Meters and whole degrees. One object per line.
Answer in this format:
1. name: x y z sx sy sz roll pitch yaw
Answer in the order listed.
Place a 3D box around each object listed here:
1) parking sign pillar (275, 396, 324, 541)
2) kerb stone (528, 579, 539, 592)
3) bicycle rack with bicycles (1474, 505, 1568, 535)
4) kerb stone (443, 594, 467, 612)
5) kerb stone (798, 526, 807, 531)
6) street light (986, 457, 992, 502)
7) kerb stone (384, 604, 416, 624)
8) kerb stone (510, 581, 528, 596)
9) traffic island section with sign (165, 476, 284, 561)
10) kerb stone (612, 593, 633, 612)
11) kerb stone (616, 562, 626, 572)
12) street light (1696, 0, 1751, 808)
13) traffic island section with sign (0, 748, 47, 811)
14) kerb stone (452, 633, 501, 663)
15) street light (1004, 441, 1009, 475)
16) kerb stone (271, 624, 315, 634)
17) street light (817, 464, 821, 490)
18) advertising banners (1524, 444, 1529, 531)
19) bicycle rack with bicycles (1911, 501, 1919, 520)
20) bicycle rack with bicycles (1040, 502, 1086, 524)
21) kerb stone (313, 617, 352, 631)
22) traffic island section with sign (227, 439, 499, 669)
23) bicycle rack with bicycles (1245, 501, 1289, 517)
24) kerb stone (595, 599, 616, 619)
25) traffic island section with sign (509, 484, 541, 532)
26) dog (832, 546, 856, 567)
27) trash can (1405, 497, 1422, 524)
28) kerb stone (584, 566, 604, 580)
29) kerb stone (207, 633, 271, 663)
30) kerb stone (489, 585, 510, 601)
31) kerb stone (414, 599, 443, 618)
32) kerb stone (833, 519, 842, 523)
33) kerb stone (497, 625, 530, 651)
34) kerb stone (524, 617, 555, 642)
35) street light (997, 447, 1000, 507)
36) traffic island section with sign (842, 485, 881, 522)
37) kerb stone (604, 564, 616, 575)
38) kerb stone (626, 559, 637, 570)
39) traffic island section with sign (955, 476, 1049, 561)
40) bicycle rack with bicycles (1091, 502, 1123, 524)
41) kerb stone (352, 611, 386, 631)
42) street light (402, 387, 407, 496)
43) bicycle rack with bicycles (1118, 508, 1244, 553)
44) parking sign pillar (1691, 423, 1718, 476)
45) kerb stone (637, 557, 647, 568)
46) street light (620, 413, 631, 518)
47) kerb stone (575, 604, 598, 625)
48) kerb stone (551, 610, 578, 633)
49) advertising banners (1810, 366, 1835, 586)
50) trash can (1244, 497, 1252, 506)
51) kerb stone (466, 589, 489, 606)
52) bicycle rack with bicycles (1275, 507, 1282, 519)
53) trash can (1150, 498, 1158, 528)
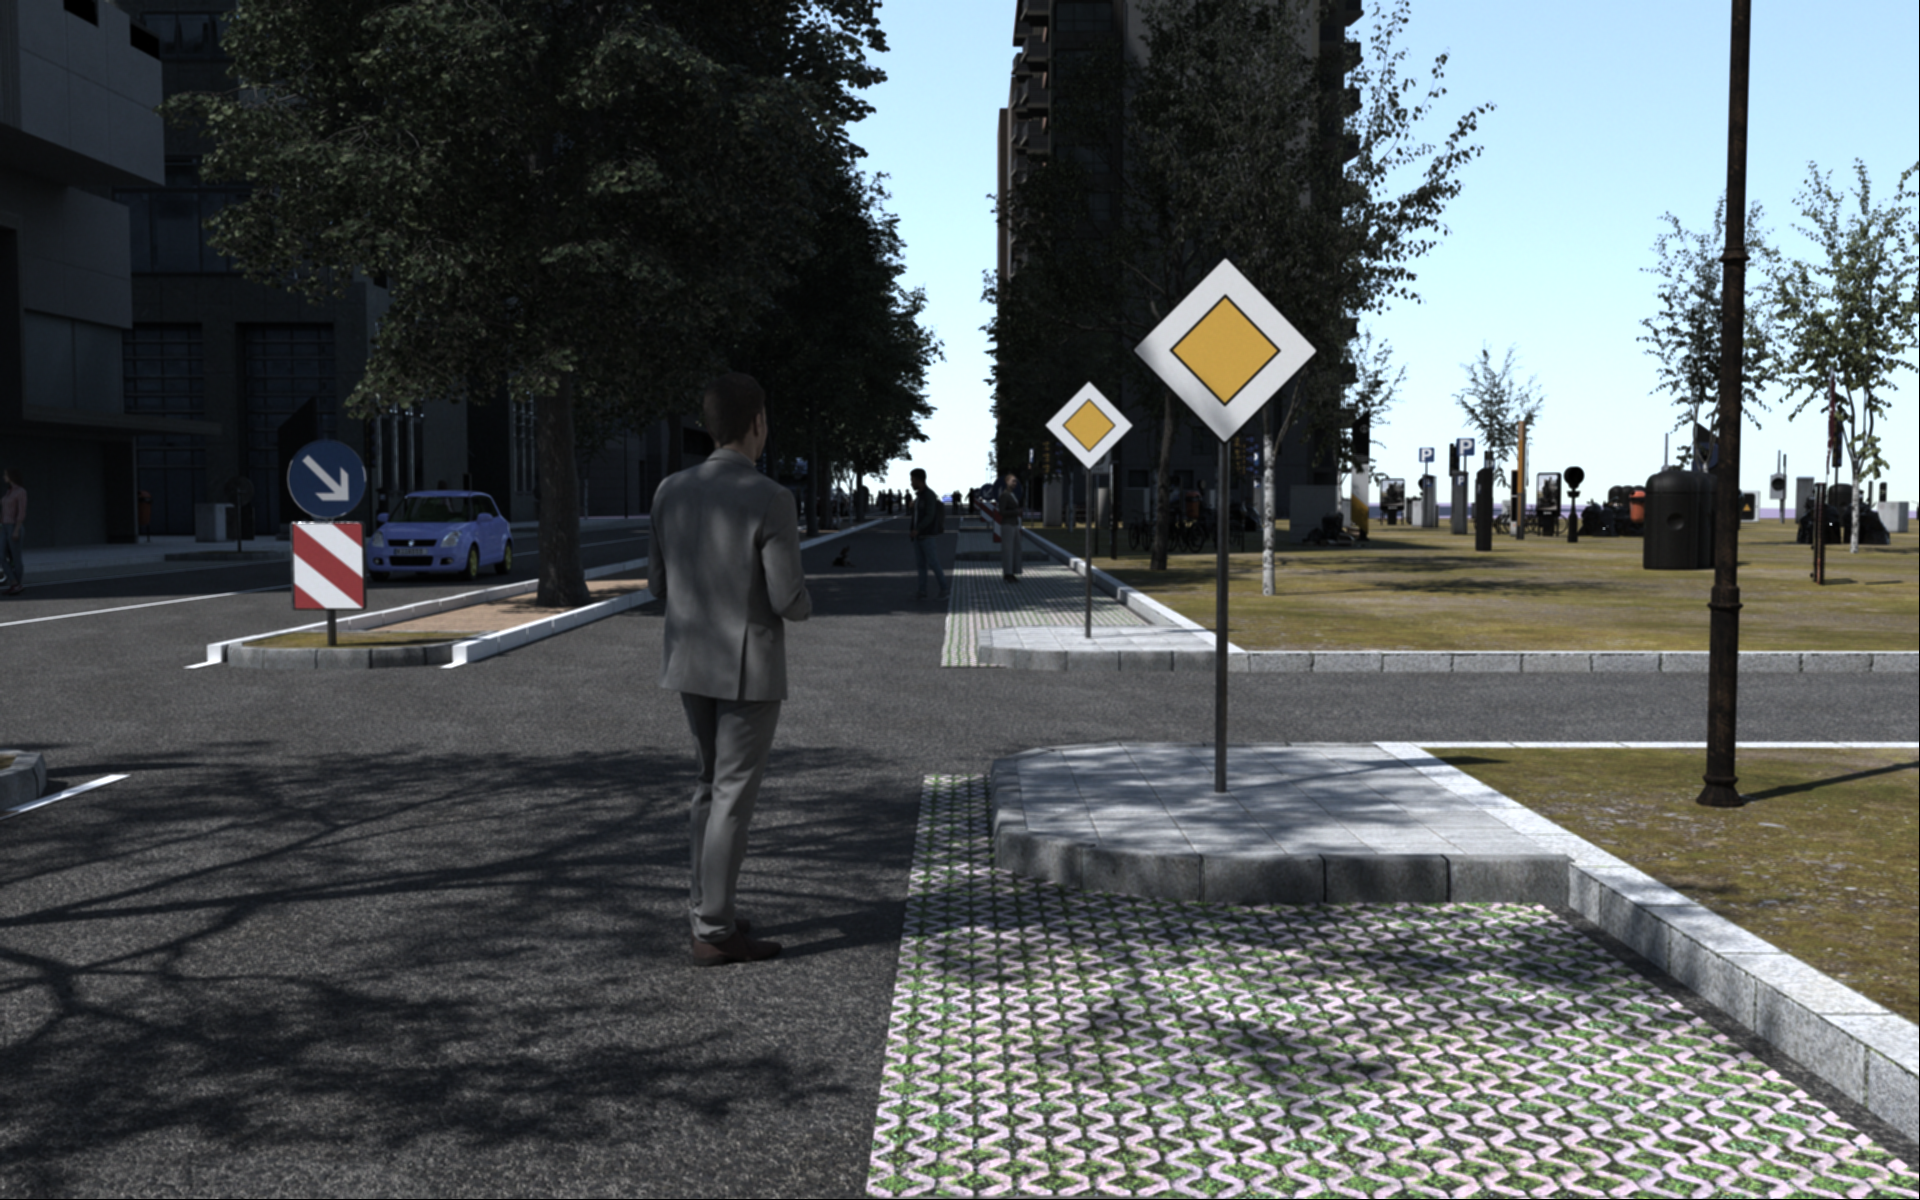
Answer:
1. parking sign pillar: -18.283 -3.648 48.109 1.447 3.967 1.447 1 4 23
2. kerb stone: -6.306 -0.200 25.465 0.120 0.150 1.000 0 4 0
3. bicycle rack with bicycles: 18.002 -2.577 55.512 2.925 0.926 2.852 1 4 16
4. kerb stone: -6.317 0.058 21.372 0.120 0.150 1.000 0 4 0
5. kerb stone: -6.195 -2.825 68.501 0.120 0.150 1.000 0 4 0
6. street light: 3.712 -14.499 209.853 0.468 5.910 1.993 0 4 0
7. kerb stone: -6.321 0.184 19.317 0.120 0.150 1.000 0 4 0
8. kerb stone: -6.314 -0.137 24.443 0.120 0.150 1.000 0 4 0
9. traffic island section with sign: -15.922 -1.782 37.766 1.989 1.847 2.006 0 4 0
10. kerb stone: -4.218 0.053 21.326 0.120 0.150 1.000 0 4 0
11. kerb stone: -6.298 -0.574 31.618 0.120 0.150 1.000 0 4 0
12. street light: 3.144 -2.092 6.989 0.468 5.910 1.993 0 4 0
13. traffic island section with sign: -5.315 0.025 7.727 2.006 1.907 1.989 0 4 0
14. kerb stone: -4.236 0.430 15.161 0.120 0.150 1.000 0 4 0
15. street light: 3.443 -9.368 125.947 0.468 5.910 1.993 0 4 0
16. kerb stone: -6.326 0.366 16.248 0.120 0.150 1.000 0 4 0
17. street light: -17.530 -14.859 215.734 0.468 5.910 1.993 0 4 0
18. advertising banners: 19.520 -3.898 59.920 0.090 3.025 2.074 2 4 26
19. bicycle rack with bicycles: 47.606 -4.332 84.205 2.852 0.926 2.925 3 4 39
20. bicycle rack with bicycles: 5.129 -4.020 79.108 2.852 0.926 2.925 2 4 29
21. kerb stone: -6.329 0.303 17.270 0.120 0.150 1.000 0 4 0
22. traffic island section with sign: -5.287 -0.428 15.134 2.006 1.907 1.989 0 4 0
23. bicycle rack with bicycles: 15.507 -4.652 89.447 2.925 0.926 2.852 -1 4 -20
24. kerb stone: -4.221 0.118 20.295 0.120 0.150 1.000 0 4 0
25. traffic island section with sign: -15.849 -3.469 65.338 1.989 1.847 2.006 0 4 0
26. dog: -2.286 -0.871 34.434 0.550 0.427 0.748 0 4 6
27. trash can: 19.394 -3.814 74.005 0.748 1.137 0.748 0 3 0
28. kerb stone: -6.293 -0.451 29.574 0.120 0.150 1.000 0 4 0
29. kerb stone: -6.336 0.427 15.216 0.120 0.150 1.000 0 4 0
30. kerb stone: -6.313 -0.075 23.417 0.120 0.150 1.000 0 4 0
31. kerb stone: -6.321 0.113 20.344 0.120 0.150 1.000 0 4 0
32. kerb stone: -6.153 -3.960 86.938 0.120 0.150 1.000 0 4 0
33. kerb stone: -4.232 0.368 16.186 0.120 0.150 1.000 0 4 0
34. kerb stone: -4.230 0.305 17.215 0.120 0.150 1.000 0 4 0
35. street light: 3.699 -11.813 165.928 0.468 5.910 1.993 0 4 0
36. traffic island section with sign: -5.107 -5.024 90.272 2.006 1.907 1.989 0 4 0
37. kerb stone: -6.290 -0.514 30.596 0.120 0.150 1.000 0 4 0
38. kerb stone: -6.287 -0.633 32.650 0.120 0.150 1.000 0 4 0
39. traffic island section with sign: 0.899 -1.771 37.584 1.989 1.847 2.006 0 4 0
40. bicycle rack with bicycles: 7.198 -3.430 69.462 2.925 0.926 2.852 -2 4 -32
41. kerb stone: -6.324 0.242 18.295 0.120 0.150 1.000 0 4 0
42. street light: -17.830 -5.065 55.601 0.468 5.910 1.993 0 4 0
43. bicycle rack with bicycles: 5.155 -1.555 38.807 2.852 0.926 2.925 0 4 -5
44. parking sign pillar: 28.203 -4.687 65.109 1.447 3.967 1.447 -3 4 -36
45. kerb stone: -6.286 -0.702 33.672 0.120 0.150 1.000 0 4 0
46. street light: -17.806 -7.305 92.221 0.468 5.910 1.993 0 4 0
47. kerb stone: -4.221 0.182 19.273 0.120 0.150 1.000 0 4 0
48. kerb stone: -4.224 0.242 18.251 0.120 0.150 1.000 0 4 0
49. advertising banners: 12.255 -1.737 24.595 0.090 3.025 2.074 1 4 22
50. trash can: 13.616 -4.225 80.739 0.748 1.137 0.748 0 3 0
51. kerb stone: -6.317 -0.012 22.394 0.120 0.150 1.000 0 4 0
52. bicycle rack with bicycles: 5.913 -1.823 43.193 2.925 0.926 2.852 -3 5 -41
53. trash can: 7.257 -3.248 64.755 0.748 1.137 0.748 0 3 0
